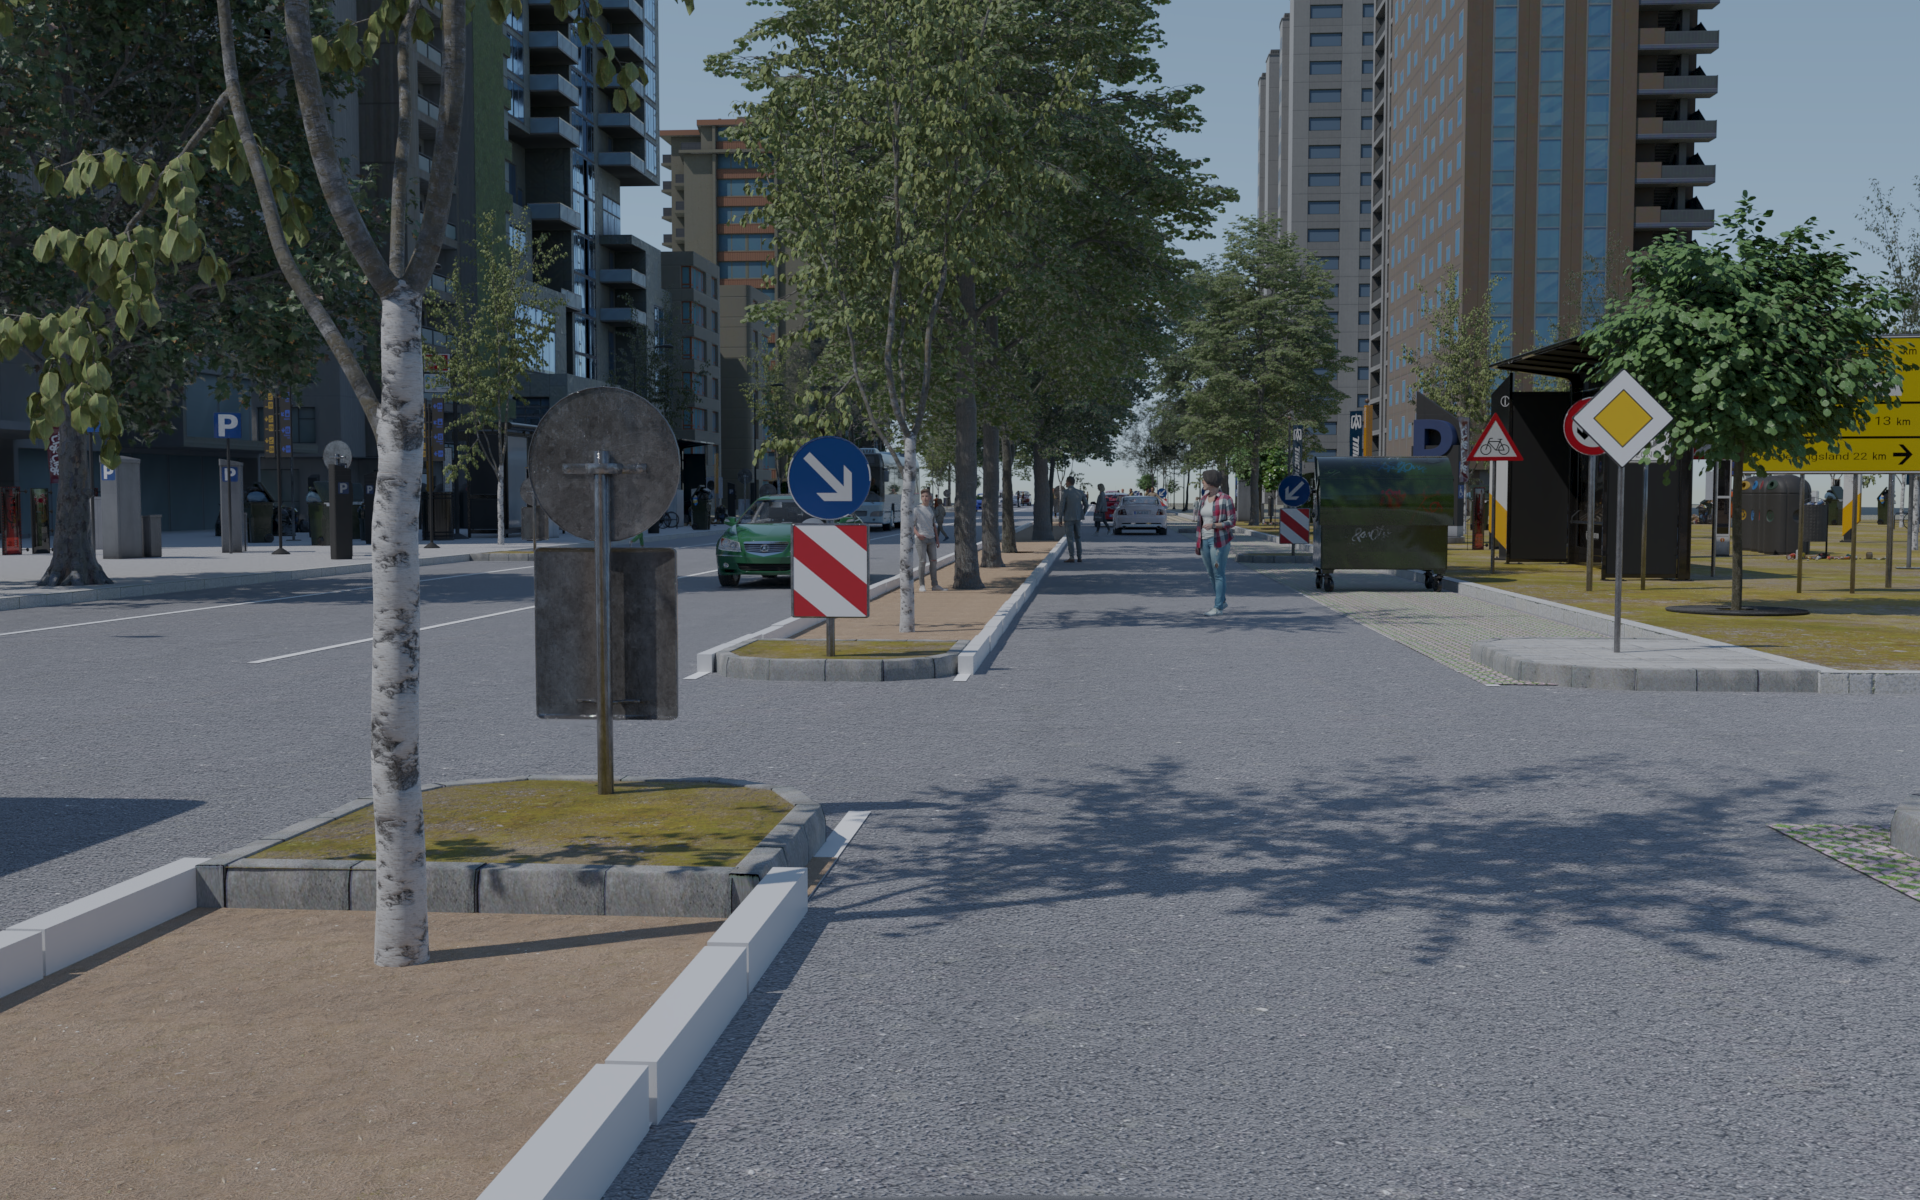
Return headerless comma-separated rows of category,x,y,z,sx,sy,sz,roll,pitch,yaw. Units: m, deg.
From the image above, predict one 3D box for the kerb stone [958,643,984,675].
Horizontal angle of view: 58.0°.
kerb stone,0.085,0.488,14.211,0.120,0.150,1.000,0,4,5

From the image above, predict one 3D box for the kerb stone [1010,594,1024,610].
kerb stone,0.671,0.057,21.370,0.120,0.150,1.000,0,4,5

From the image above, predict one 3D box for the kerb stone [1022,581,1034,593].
kerb stone,0.926,-0.137,24.430,0.120,0.150,1.000,0,4,5

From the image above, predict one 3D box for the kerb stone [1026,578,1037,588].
kerb stone,1.009,-0.191,25.449,0.120,0.150,1.000,0,4,5

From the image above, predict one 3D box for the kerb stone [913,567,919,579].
kerb stone,-0.755,-0.459,29.723,0.120,0.150,1.000,0,4,5

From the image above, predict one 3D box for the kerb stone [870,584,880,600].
kerb stone,-1.247,-0.085,23.591,0.120,0.150,1.000,0,4,5

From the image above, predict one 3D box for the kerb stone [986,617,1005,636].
kerb stone,0.334,0.302,17.269,0.120,0.150,1.000,0,4,5

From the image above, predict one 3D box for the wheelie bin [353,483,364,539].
wheelie bin,-17.339,-2.526,49.201,0.980,1.594,0.693,-3,5,-41

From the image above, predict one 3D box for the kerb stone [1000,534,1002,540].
kerb stone,1.484,-2.143,57.282,0.120,0.150,1.000,0,4,5

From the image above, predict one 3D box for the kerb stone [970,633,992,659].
kerb stone,0.166,0.426,15.229,0.120,0.150,1.000,0,4,5

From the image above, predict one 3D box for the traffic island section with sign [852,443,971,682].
traffic island section with sign,-0.965,-0.371,14.197,2.006,1.907,1.989,0,4,5

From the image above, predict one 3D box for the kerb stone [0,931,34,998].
kerb stone,-2.793,1.077,4.591,0.120,0.150,1.000,0,4,5

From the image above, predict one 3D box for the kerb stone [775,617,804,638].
kerb stone,-1.748,0.290,17.460,0.120,0.150,1.000,0,4,5

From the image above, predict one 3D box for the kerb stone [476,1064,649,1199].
kerb stone,-0.800,1.150,3.404,0.120,0.150,1.000,0,4,5

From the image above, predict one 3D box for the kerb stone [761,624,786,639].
kerb stone,-1.823,0.362,16.422,0.120,0.150,1.000,0,4,5

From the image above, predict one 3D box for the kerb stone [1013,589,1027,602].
kerb stone,0.749,-0.012,22.389,0.120,0.150,1.000,0,4,5

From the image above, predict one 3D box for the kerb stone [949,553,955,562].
kerb stone,-0.258,-0.835,35.843,0.120,0.150,1.000,0,4,5

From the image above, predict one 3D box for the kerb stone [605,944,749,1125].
kerb stone,-0.706,1.090,4.430,0.120,0.150,1.000,0,4,5

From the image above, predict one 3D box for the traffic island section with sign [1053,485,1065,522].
traffic island section with sign,5.112,-4.951,89.090,2.006,1.907,1.989,0,4,5

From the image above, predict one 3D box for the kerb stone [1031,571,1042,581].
kerb stone,1.177,-0.321,27.490,0.120,0.150,1.000,0,4,5

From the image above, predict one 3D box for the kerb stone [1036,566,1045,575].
kerb stone,1.332,-0.446,29.539,0.120,0.150,1.000,0,4,5

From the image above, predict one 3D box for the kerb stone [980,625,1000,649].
kerb stone,0.260,0.367,16.247,0.120,0.150,1.000,0,4,5

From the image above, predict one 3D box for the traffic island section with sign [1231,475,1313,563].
traffic island section with sign,6.851,-1.706,36.513,1.989,1.847,2.006,0,4,5

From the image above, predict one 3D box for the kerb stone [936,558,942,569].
kerb stone,-0.500,-0.645,32.787,0.120,0.150,1.000,0,4,5

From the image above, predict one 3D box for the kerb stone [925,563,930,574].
kerb stone,-0.675,-0.523,30.744,0.120,0.150,1.000,0,4,5

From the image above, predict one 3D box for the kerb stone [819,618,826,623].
kerb stone,-1.586,0.164,19.508,0.120,0.150,1.000,0,4,5

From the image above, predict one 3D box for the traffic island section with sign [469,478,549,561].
traffic island section with sign,-9.468,-1.796,37.985,1.989,1.847,2.006,0,4,5

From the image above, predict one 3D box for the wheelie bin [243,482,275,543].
wheelie bin,-18.462,-2.304,45.584,0.693,1.594,0.980,-3,4,-38

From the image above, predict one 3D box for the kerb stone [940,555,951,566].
kerb stone,-0.338,-0.772,34.824,0.120,0.150,1.000,0,4,5

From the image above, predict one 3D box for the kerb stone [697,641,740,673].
kerb stone,-2.008,0.478,14.373,0.120,0.150,1.000,0,4,5

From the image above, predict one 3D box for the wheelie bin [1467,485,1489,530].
wheelie bin,18.345,-3.265,61.296,0.980,1.594,0.693,1,4,10

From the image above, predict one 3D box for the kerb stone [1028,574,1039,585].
kerb stone,1.083,-0.256,26.472,0.120,0.150,1.000,0,4,5

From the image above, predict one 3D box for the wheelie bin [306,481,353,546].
wheelie bin,-15.811,-2.150,43.068,0.693,1.594,0.980,2,4,32

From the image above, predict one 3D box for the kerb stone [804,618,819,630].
kerb stone,-1.669,0.227,18.489,0.120,0.150,1.000,0,4,5

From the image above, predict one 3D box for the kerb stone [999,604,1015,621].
kerb stone,0.500,0.176,19.313,0.120,0.150,1.000,0,4,5

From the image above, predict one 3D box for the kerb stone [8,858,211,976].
kerb stone,-2.717,1.014,5.610,0.120,0.150,1.000,0,4,5

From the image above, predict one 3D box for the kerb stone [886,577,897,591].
kerb stone,-1.086,-0.210,25.629,0.120,0.150,1.000,0,4,5

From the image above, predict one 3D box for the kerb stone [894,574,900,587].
kerb stone,-1.003,-0.267,26.652,0.120,0.150,1.000,0,4,5

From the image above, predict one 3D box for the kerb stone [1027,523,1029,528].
kerb stone,2.653,-3.020,71.573,0.120,0.150,1.000,0,4,5

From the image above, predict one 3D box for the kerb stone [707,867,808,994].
kerb stone,-0.624,1.024,5.455,0.120,0.150,1.000,0,4,5

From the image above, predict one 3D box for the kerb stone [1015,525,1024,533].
kerb stone,2.309,-2.766,67.491,0.120,0.150,1.000,0,4,5

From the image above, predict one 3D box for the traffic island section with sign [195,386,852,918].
traffic island section with sign,-1.574,0.081,6.815,2.006,1.907,1.989,0,4,5

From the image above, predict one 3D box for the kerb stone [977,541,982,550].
kerb stone,0.573,-1.459,46.058,0.120,0.150,1.000,0,4,5

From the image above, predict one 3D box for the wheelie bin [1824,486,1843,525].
wheelie bin,35.888,-3.860,71.026,0.980,1.594,0.693,-2,4,-25

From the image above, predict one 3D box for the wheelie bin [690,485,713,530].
wheelie bin,-9.252,-3.316,62.121,0.693,1.594,0.980,0,4,8

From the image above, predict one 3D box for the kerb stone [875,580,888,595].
kerb stone,-1.174,-0.148,24.610,0.120,0.150,1.000,0,4,5

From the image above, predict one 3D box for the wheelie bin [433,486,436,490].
wheelie bin,-20.239,-3.616,67.035,0.980,1.594,0.693,-1,4,-18

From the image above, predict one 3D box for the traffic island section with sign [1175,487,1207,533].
traffic island section with sign,9.053,-3.371,63.745,1.989,1.847,2.006,0,4,5

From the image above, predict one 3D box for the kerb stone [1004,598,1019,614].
kerb stone,0.579,0.115,20.340,0.120,0.150,1.000,0,4,5

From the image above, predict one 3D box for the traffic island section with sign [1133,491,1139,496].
traffic island section with sign,15.311,-8.075,140.648,1.989,1.847,2.006,0,4,5

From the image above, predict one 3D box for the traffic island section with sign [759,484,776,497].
traffic island section with sign,-7.260,-3.452,65.076,1.989,1.847,2.006,0,4,5

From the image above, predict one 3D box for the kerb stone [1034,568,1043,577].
kerb stone,1.247,-0.387,28.521,0.120,0.150,1.000,0,4,5

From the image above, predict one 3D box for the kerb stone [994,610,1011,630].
kerb stone,0.423,0.239,18.287,0.120,0.150,1.000,0,4,5

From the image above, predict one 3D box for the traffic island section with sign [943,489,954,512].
traffic island section with sign,-1.024,-8.151,141.891,1.989,1.847,2.006,0,4,5

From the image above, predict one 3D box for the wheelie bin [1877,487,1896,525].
wheelie bin,38.656,-3.938,72.297,0.693,1.594,0.980,2,4,31

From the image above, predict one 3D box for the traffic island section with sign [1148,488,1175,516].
traffic island section with sign,13.102,-6.413,113.479,1.989,1.847,2.006,0,4,5

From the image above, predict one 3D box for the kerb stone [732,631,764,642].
kerb stone,-1.919,0.417,15.404,0.120,0.150,1.000,0,4,5

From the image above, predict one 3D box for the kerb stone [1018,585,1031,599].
kerb stone,0.844,-0.073,23.411,0.120,0.150,1.000,0,4,5
